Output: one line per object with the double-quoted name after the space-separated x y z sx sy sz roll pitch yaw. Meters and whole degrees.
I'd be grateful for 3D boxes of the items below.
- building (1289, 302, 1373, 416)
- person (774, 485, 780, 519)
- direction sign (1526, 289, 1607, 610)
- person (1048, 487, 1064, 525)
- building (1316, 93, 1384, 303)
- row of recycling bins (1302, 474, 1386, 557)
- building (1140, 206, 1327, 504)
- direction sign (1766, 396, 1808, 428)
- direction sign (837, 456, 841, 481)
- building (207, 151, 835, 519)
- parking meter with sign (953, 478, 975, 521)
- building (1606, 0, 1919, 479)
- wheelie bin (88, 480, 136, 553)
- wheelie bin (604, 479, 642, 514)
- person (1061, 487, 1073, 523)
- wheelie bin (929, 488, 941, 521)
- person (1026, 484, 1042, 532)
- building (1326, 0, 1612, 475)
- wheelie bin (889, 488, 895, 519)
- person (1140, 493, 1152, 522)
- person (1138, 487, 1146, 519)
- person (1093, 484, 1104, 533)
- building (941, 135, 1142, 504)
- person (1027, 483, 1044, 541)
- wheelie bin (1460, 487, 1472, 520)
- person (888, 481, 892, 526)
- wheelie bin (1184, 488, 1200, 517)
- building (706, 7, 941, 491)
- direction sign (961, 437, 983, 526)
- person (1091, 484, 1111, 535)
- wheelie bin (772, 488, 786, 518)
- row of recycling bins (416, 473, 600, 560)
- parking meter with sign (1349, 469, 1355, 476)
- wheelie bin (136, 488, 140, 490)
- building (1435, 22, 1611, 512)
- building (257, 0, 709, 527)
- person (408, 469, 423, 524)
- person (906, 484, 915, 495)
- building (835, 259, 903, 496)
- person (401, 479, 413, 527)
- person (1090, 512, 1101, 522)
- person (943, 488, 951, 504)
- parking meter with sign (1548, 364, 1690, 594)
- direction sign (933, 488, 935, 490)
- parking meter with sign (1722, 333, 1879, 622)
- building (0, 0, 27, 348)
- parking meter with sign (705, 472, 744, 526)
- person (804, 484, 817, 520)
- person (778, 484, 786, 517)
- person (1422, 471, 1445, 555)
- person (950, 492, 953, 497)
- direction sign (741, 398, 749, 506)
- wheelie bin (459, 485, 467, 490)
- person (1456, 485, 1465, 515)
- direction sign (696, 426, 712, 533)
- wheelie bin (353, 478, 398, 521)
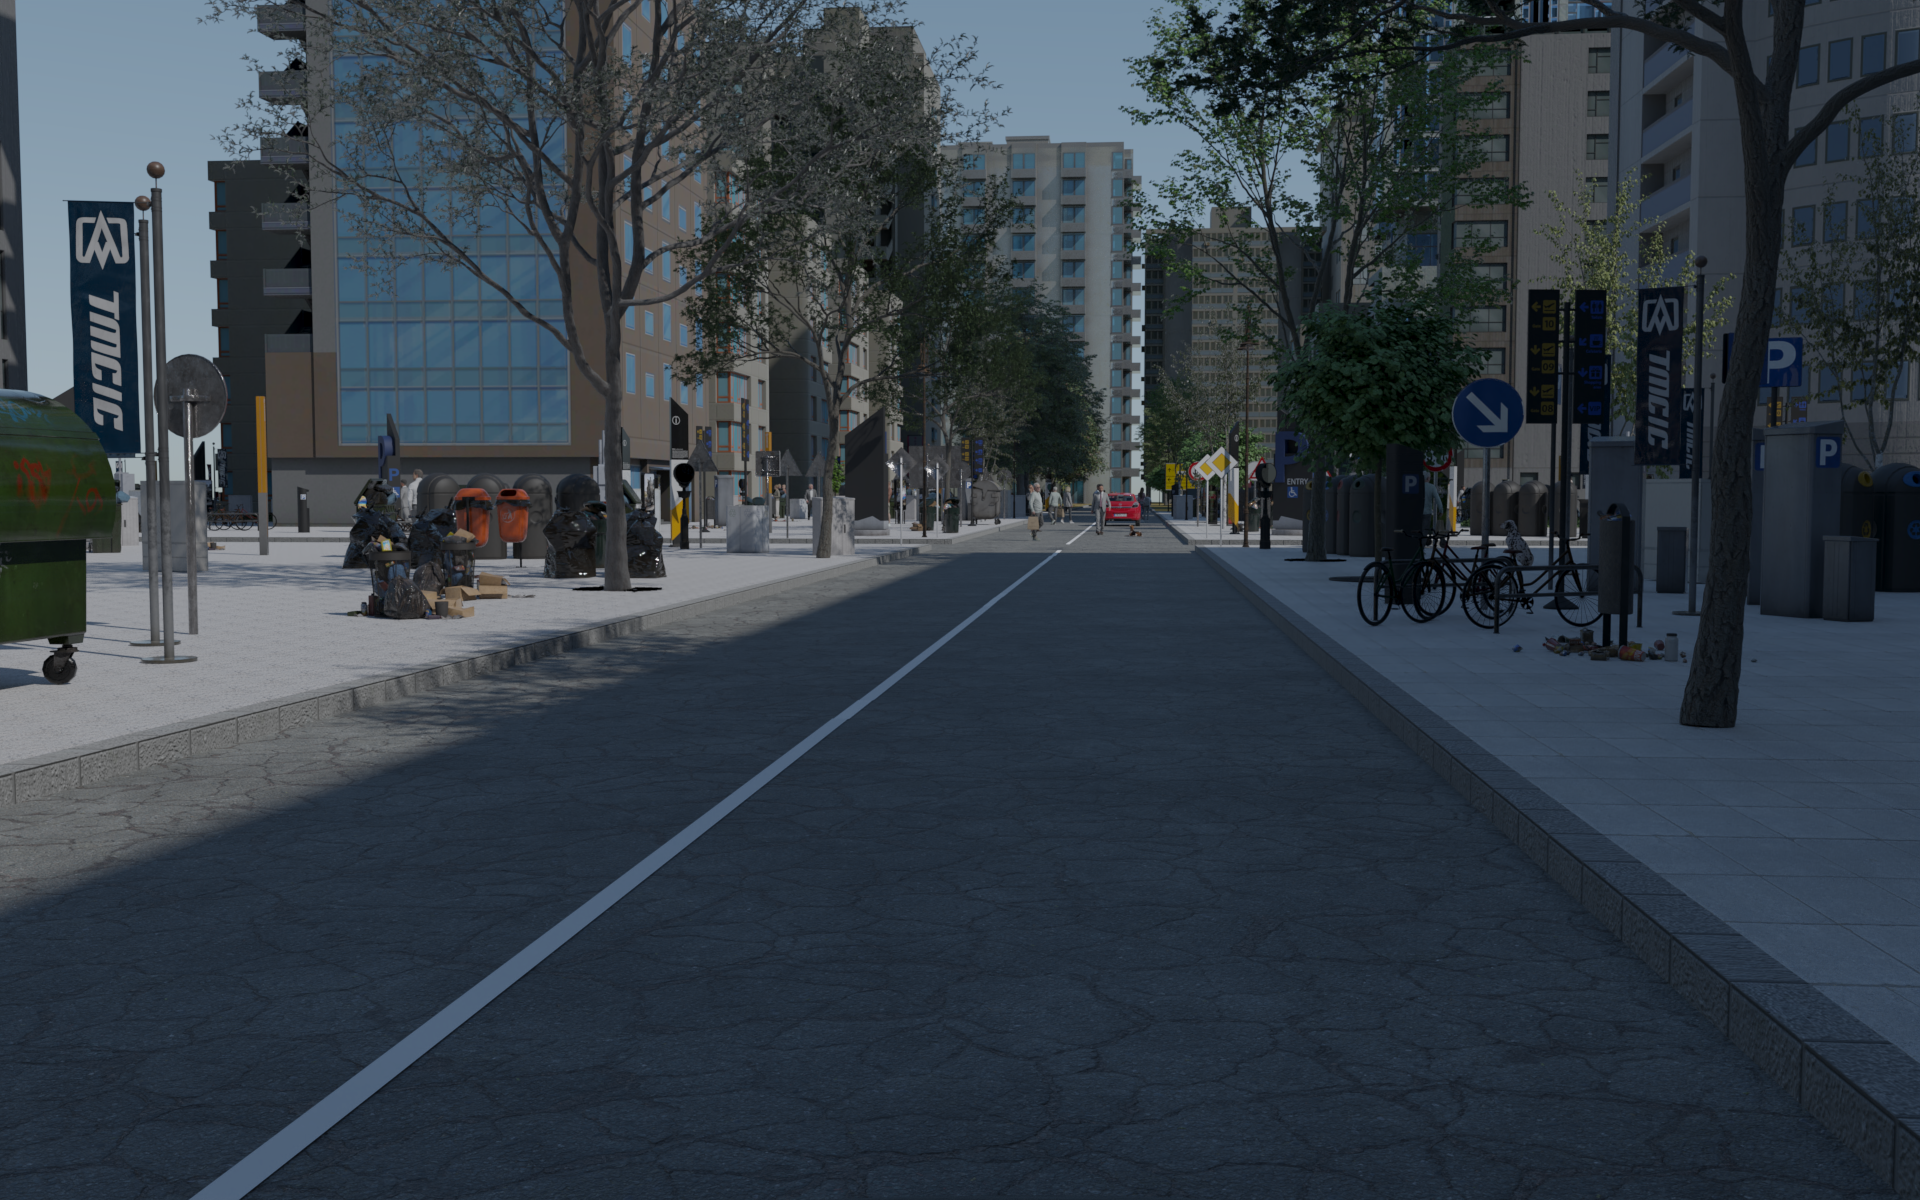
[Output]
47.551 -19.860 169.755 27.650 21.520 28.899 0 4 6 "building"
-9.481 -5.053 89.208 0.362 1.759 0.519 -1 4 -18 "person"
6.719 -1.667 19.260 0.876 3.537 0.379 0 4 -4 "direction sign"
4.512 -4.405 81.015 0.782 1.767 0.515 -2 4 -28 "person"
62.459 -39.285 231.545 27.495 52.752 28.713 0 4 6 "building"
8.238 -1.814 36.771 1.069 1.692 3.534 -1 4 -9 "row of recycling bins"
36.851 -33.329 236.802 23.993 40.220 32.217 0 4 6 "building"
19.203 -2.955 40.309 0.876 3.537 0.379 1 4 11 "direction sign"
-7.449 -6.814 103.409 0.379 3.537 0.876 3 5 41 "direction sign"
-23.776 -15.784 103.113 27.650 21.520 28.899 0 4 6 "building"
0.210 -5.322 83.268 0.543 3.016 1.738 -3 4 -37 "parking meter with sign"
43.489 -32.316 70.368 28.212 58.520 21.231 0 4 6 "building"
-18.617 -1.826 37.771 0.980 1.594 0.693 -2 4 -32 "wheelie bin"
-7.123 -1.756 36.620 0.693 1.594 0.980 0 4 1 "wheelie bin"
5.199 -4.646 84.639 0.728 1.800 0.709 -2 4 -31 "person"
-1.141 -4.484 81.221 0.693 1.594 0.980 0 4 2 "wheelie bin"
2.831 -3.514 66.135 0.592 1.802 0.473 0 4 -4 "person"
41.638 -50.498 138.318 22.319 86.520 31.000 0 4 6 "building"
-3.638 -4.981 89.349 0.980 1.594 0.693 -3 5 -45 "wheelie bin"
9.597 -4.780 89.244 0.503 1.515 0.523 -3 5 -44 "person"
10.394 -5.512 98.635 0.555 1.821 0.388 1 4 15 "person"
5.049 -3.331 63.139 0.419 1.800 0.721 1 4 19 "person"
9.138 -37.595 234.283 30.456 49.044 23.786 0 4 6 "building"
2.277 -2.698 53.104 0.515 1.767 0.782 2 4 25 "person"
23.407 -4.386 79.620 0.693 1.594 0.980 2 4 33 "wheelie bin"
-2.983 -3.851 68.984 0.580 1.828 0.573 0 4 7 "person"
12.842 -5.379 95.859 0.980 1.594 0.693 2 4 26 "wheelie bin"
-13.596 -33.934 178.523 21.600 48.544 21.300 0 4 6 "building"
0.483 -4.718 69.130 0.876 3.537 0.379 0 4 5 "direction sign"
4.927 -3.171 60.612 0.678 1.792 0.850 0 4 0 "person"
-9.588 -5.121 91.633 0.693 1.594 0.980 3 5 44 "wheelie bin"
-8.902 -1.664 34.316 3.534 1.692 1.069 -1 4 -23 "row of recycling bins"
13.257 -3.782 58.097 0.543 3.016 1.738 1 4 12 "parking meter with sign"
-40.943 -4.789 86.216 0.693 1.594 0.980 2 4 23 "wheelie bin"
37.295 -20.689 109.963 14.160 30.474 14.107 0 4 6 "building"
-19.126 -25.821 72.285 14.600 45.320 14.200 0 4 6 "building"
-11.890 -1.969 38.339 0.679 1.850 0.850 -3 4 -39 "person"
-2.783 -5.323 93.063 0.794 1.824 0.713 -1 4 -14 "person"
-20.326 -18.223 142.993 27.650 21.520 28.899 0 4 6 "building"
-19.031 -3.250 59.452 0.850 1.792 0.678 1 4 17 "person"
7.113 -4.516 87.837 0.738 1.151 1.012 -1 4 -17 "person"
-0.621 -4.351 77.367 0.419 1.800 0.721 1 4 20 "person"
8.643 -1.619 22.738 1.738 3.016 0.543 2 4 28 "parking meter with sign"
-1.362 -6.026 90.515 0.876 3.537 0.379 -1 4 -13 "direction sign"
8.787 -1.335 18.091 0.543 3.016 1.738 -1 4 -19 "parking meter with sign"
-51.831 -18.596 75.752 14.107 30.474 14.160 0 4 6 "building"
-9.412 -4.461 69.203 1.738 3.016 0.543 -2 4 -30 "parking meter with sign"
-7.254 -4.788 84.719 0.661 1.777 0.834 -2 4 -27 "person"
-9.870 -5.479 95.595 0.580 1.828 0.573 -3 5 -44 "person"
9.774 -1.819 36.268 0.782 1.767 0.515 2 4 24 "person"
-0.683 -5.639 98.417 0.661 1.801 0.590 3 5 39 "person"
-5.100 -3.008 41.179 0.379 3.537 0.876 0 4 3 "direction sign"
-16.658 -3.061 57.951 0.980 1.594 0.693 3 4 38 "wheelie bin"
29.430 -5.827 101.584 0.850 1.792 0.678 3 4 39 "person"
-8.541 -4.028 57.847 0.379 3.537 0.876 2 4 26 "direction sign"
-11.783 -1.657 35.002 0.693 1.594 0.980 0 4 4 "wheelie bin"
